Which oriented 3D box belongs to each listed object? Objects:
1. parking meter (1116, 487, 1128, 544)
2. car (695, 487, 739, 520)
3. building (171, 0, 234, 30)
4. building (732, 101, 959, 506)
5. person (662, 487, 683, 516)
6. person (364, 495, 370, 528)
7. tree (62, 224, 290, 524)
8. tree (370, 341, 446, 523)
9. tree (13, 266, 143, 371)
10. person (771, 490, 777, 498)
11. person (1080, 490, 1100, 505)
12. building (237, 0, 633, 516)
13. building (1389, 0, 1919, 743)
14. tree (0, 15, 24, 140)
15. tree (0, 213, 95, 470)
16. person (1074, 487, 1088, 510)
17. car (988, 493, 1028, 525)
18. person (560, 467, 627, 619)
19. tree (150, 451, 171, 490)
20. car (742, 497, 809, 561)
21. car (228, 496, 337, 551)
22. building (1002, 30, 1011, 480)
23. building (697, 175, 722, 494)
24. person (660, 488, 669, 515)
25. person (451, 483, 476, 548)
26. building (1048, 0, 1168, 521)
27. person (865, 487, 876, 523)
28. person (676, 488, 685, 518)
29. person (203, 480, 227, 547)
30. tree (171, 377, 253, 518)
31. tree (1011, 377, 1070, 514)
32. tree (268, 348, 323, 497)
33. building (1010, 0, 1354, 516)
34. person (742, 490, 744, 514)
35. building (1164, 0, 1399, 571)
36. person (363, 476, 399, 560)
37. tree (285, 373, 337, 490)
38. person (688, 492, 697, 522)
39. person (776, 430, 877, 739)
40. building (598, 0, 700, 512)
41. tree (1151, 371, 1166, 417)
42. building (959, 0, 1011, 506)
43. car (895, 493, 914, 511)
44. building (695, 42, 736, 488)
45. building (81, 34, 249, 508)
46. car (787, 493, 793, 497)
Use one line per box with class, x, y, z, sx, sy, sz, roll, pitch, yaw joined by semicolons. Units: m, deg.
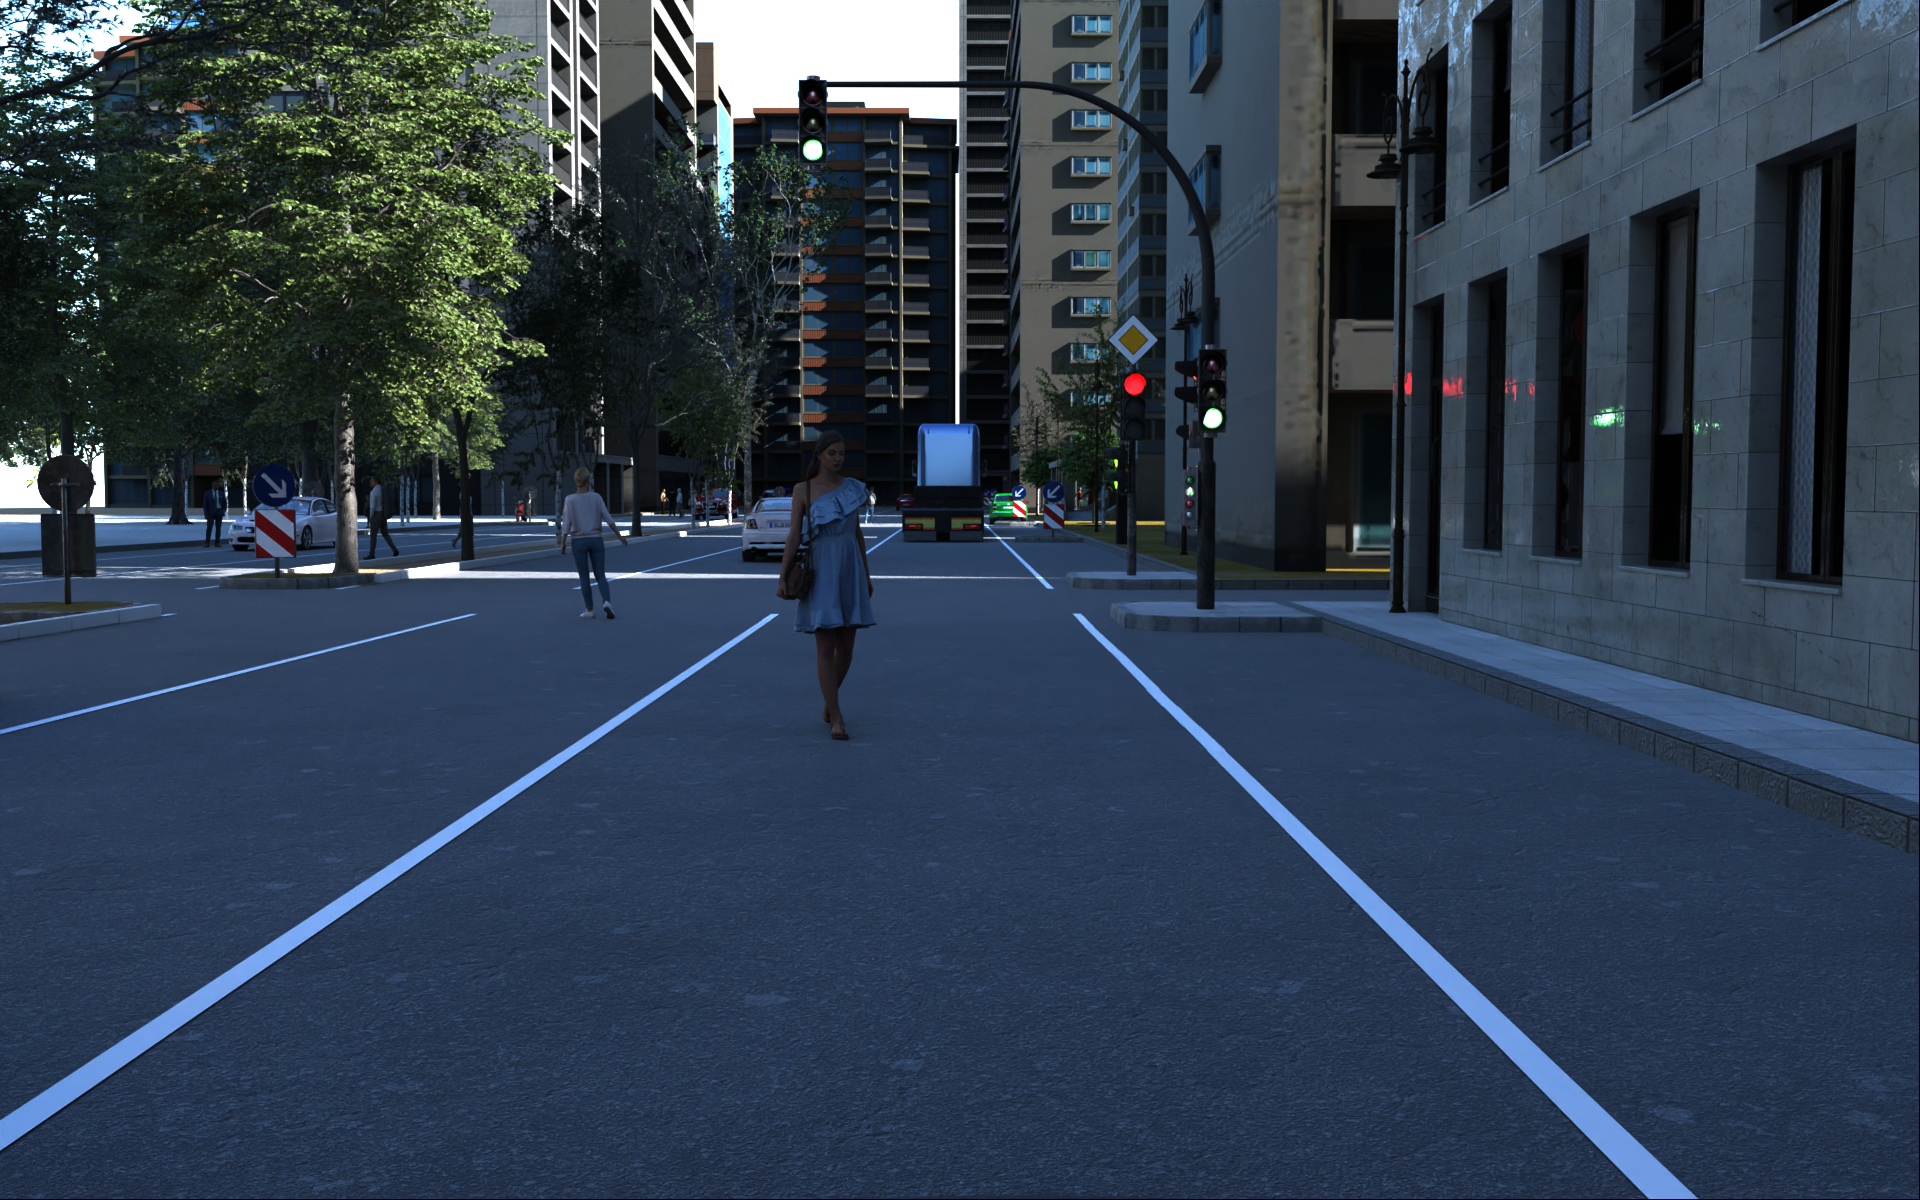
parking meter;4.146;-2.365;44.380;0.255;1.863;0.399;0;4;-4
car;-13.665;-5.418;97.251;2.281;1.827;5.304;0;3;0
building;-73.671;-53.879;193.592;31.000;86.520;22.319;0;4;0
building;-14.558;-33.123;196.186;28.867;44.769;22.147;0;4;0
person;-18.941;-6.474;113.975;1.348;1.869;0.705;0;4;-7
person;-22.280;-3.339;65.309;0.362;1.253;0.373;1;4;12
tree;-32.994;-9.544;73.054;9.611;12.733;9.660;0;3;0
tree;-24.947;-7.805;77.967;4.360;8.622;3.978;0;3;0
tree;-27.296;-6.242;52.421;4.737;8.622;4.395;0;3;0
person;-13.282;-6.976;123.292;0.721;1.736;1.217;1;4;20
person;8.044;-6.151;106.557;1.348;1.831;0.705;2;4;26
building;-32.189;-41.164;111.279;20.563;71.187;20.611;0;4;0
building;10.097;-9.537;10.674;10.420;20.320;16.860;0;4;0
tree;-37.475;-12.210;55.530;12.611;20.169;13.585;0;3;0
tree;-43.028;-10.363;76.092;9.857;13.997;8.962;0;3;0
person;7.808;-6.443;111.906;1.217;1.766;0.721;-3;5;-43
car;2.296;-4.511;82.557;1.959;1.807;4.718;0;4;1
person;-4.166;-0.657;19.920;0.731;1.740;0.598;-3;4;-37
tree;-44.458;-9.096;99.074;4.360;8.622;3.978;0;3;0
car;-3.736;-1.584;38.256;2.083;1.381;4.827;0;4;-1
car;-17.529;-2.026;45.489;2.083;1.381;4.827;0;4;-1
building;15.255;-31.129;163.580;22.147;44.769;28.867;0;4;0
building;-28.908;-23.252;151.865;14.160;30.474;14.107;0;4;0
person;-20.313;-6.747;118.831;0.705;1.823;1.348;1;4;8
person;-13.113;-2.262;45.703;0.641;1.798;0.478;0;4;-4
building;21.083;-24.355;90.090;32.217;40.220;23.993;0;4;0
person;-4.367;-4.624;84.452;0.623;1.781;0.721;0;4;5
person;-16.546;-5.720;102.502;0.515;1.767;0.782;0;4;-7
person;-20.145;-2.330;46.771;0.721;1.800;0.419;-3;5;-42
tree;-39.256;-8.686;92.377;4.360;8.622;3.978;0;3;0
tree;4.959;-9.744;109.674;4.360;8.622;3.978;0;3;0
tree;-33.509;-8.401;87.715;4.737;8.622;4.395;0;3;0
building;14.560;-30.528;122.840;21.300;48.544;21.600;0;4;0
person;-15.550;-7.162;125.596;0.705;1.824;1.348;-2;4;-26
building;15.671;-25.333;37.894;21.600;48.544;21.300;0;4;0
person;-12.628;-1.785;37.783;0.850;1.850;0.679;1;4;16
tree;-36.423;-9.040;98.163;4.360;8.622;3.978;0;3;0
person;-13.494;-4.695;87.867;0.503;1.515;0.523;2;4;35
person;-0.811;-0.109;10.385;0.616;1.811;0.778;-1;4;-15
building;-32.474;-31.179;133.480;21.300;48.544;21.600;0;4;0
tree;10.519;-7.508;73.122;4.360;8.622;3.978;0;3;0
building;10.183;-46.269;194.744;20.611;71.187;20.563;0;4;0
car;-4.685;-8.768;152.403;2.155;1.783;4.494;0;4;0
building;-30.086;-31.786;169.814;14.200;45.320;14.600;0;4;0
building;-66.255;-31.354;167.260;28.867;44.769;22.147;0;4;0
car;-8.285;-4.993;90.677;2.155;1.783;4.494;0;4;1
